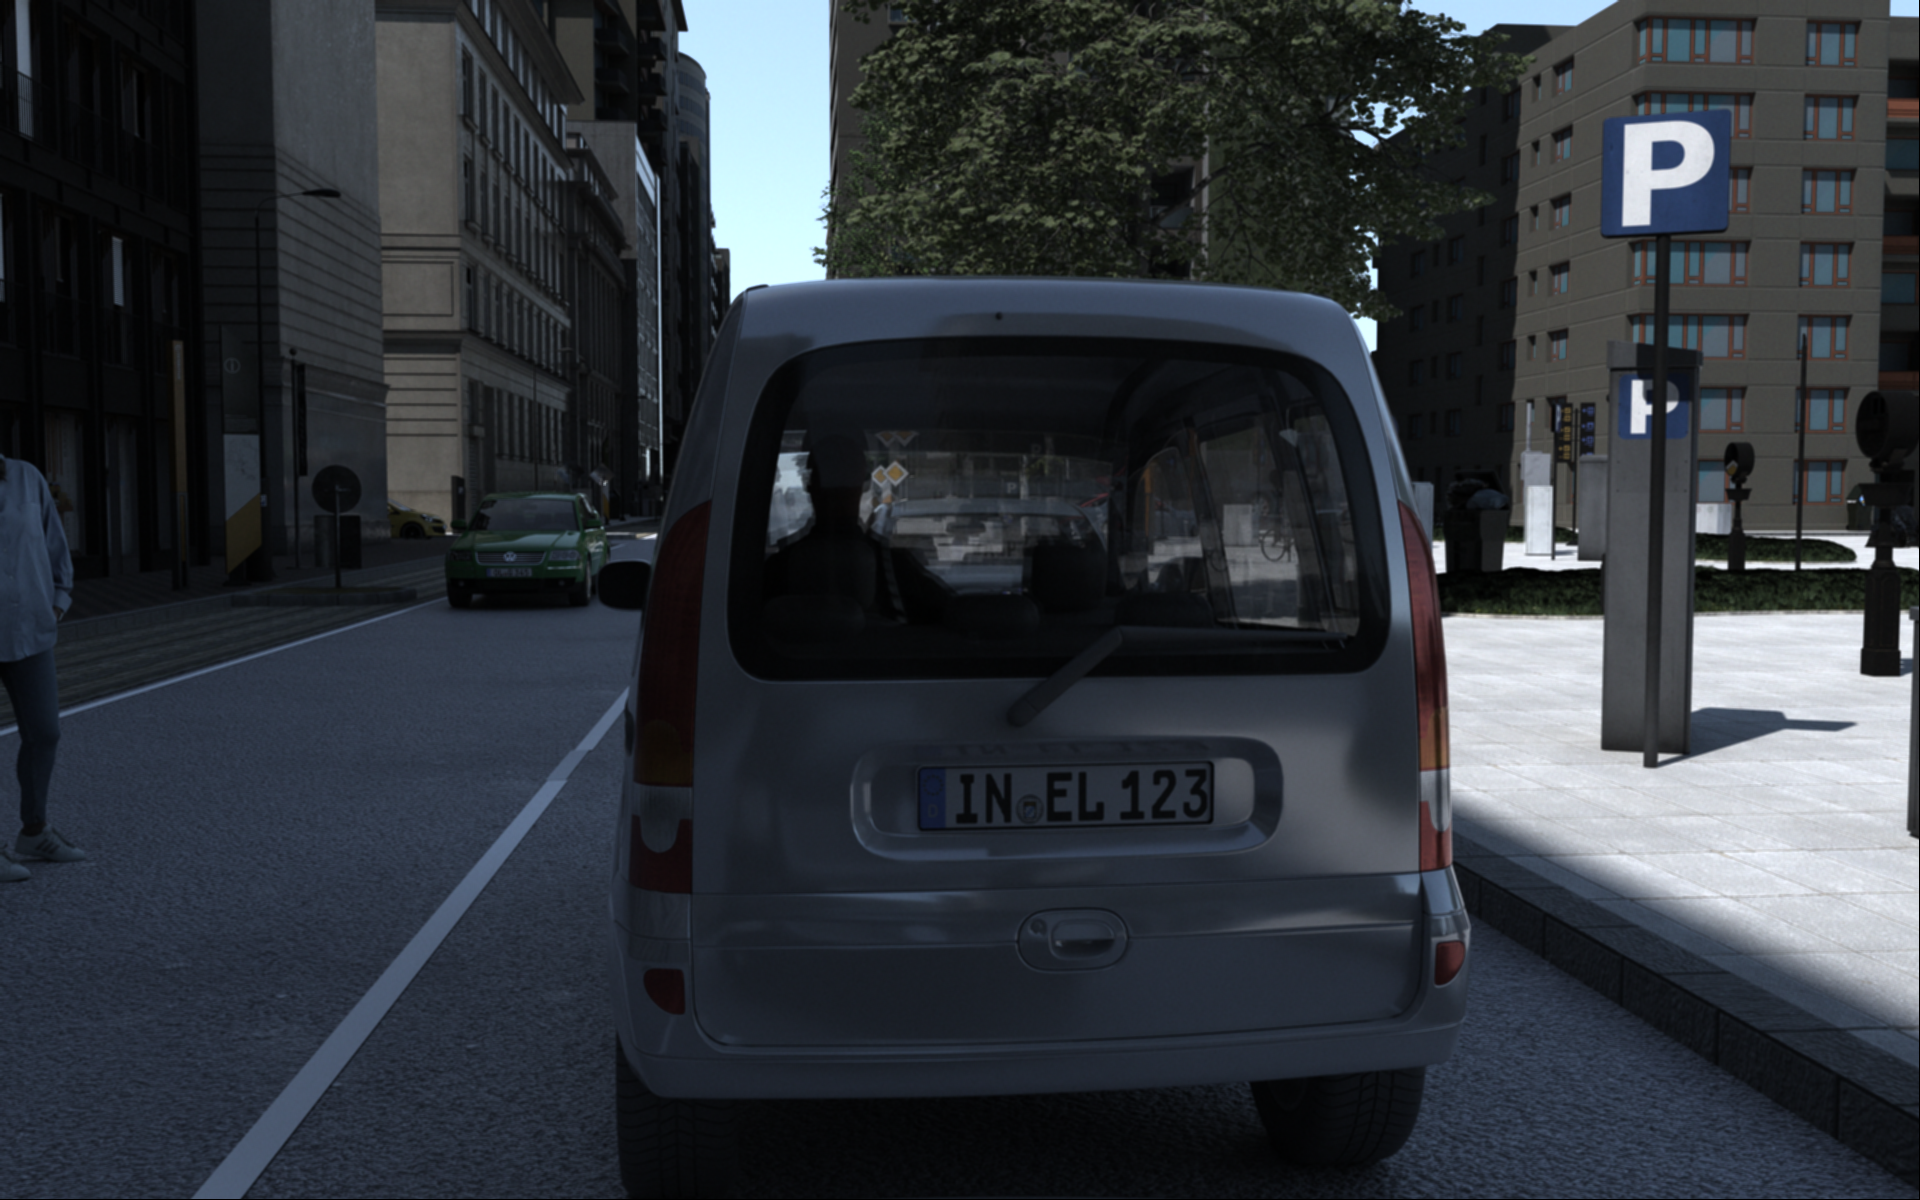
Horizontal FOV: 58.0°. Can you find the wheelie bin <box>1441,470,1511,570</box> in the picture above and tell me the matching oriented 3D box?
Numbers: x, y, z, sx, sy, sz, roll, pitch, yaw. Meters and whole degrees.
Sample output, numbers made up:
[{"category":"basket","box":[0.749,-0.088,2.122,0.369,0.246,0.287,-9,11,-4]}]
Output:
[{"category":"wheelie bin","box":[6.788,-0.910,22.794,0.693,1.594,0.980,-3,4,-36]}]

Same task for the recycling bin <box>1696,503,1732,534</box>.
[{"category":"recycling bin","box":[20.319,-2.094,46.793,0.722,1.027,0.722,-2,4,-34]}]

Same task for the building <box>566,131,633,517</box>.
[{"category":"building","box":[-26.150,-15.639,97.495,13.314,21.916,24.055,0,4,-6]}]

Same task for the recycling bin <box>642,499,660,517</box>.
[{"category":"recycling bin","box":[-17.360,-5.189,97.391,0.722,1.027,0.722,2,4,27]}]

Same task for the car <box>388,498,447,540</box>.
[{"category":"car","box":[-17.265,-2.509,51.241,3.980,1.641,2.015,0,4,-6]}]

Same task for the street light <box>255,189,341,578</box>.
[{"category":"street light","box":[-10.112,-3.297,26.447,1.470,5.913,1.316,0,4,-6]}]

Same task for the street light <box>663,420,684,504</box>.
[{"category":"street light","box":[-18.039,-8.332,108.761,1.470,5.913,1.316,0,4,-6]}]

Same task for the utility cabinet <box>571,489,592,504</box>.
[{"category":"utility cabinet","box":[-15.680,-3.857,71.737,0.318,1.500,1.173,1,4,19]}]

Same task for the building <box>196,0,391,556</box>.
[{"category":"building","box":[-23.348,-11.627,39.258,18.267,20.994,9.793,0,4,-6]}]

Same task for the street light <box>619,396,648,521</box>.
[{"category":"street light","box":[-15.477,-6.701,82.100,1.470,5.913,1.316,0,4,-6]}]

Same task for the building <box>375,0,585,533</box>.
[{"category":"building","box":[-25.095,-14.504,70.431,16.112,22.955,30.059,0,4,-6]}]

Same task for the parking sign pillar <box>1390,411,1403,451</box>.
[{"category":"parking sign pillar","box":[9.616,-3.168,40.263,1.447,3.967,1.447,-1,4,-19]}]

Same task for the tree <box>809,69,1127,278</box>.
[{"category":"tree","box":[0.197,-7.096,41.782,9.928,11.665,9.643,0,3,0]}]

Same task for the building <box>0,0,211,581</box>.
[{"category":"building","box":[-18.854,-11.765,22.033,12.332,23.373,15.834,0,4,-6]}]

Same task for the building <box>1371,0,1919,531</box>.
[{"category":"building","box":[36.260,-14.012,74.139,28.899,21.520,27.650,0,4,-6]}]

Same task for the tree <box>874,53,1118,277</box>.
[{"category":"tree","box":[0.851,-4.724,27.603,4.737,8.622,4.395,0,3,0]}]

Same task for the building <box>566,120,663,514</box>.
[{"category":"building","box":[-27.431,-18.437,119.468,12.078,24.808,19.932,0,4,-6]}]

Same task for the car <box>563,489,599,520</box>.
[{"category":"car","box":[-10.041,-2.103,43.185,1.959,1.807,4.718,0,4,-5]}]

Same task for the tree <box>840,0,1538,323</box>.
[{"category":"tree","box":[2.002,-6.100,17.858,7.486,12.596,7.792,0,3,0]}]

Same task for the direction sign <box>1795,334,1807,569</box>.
[{"category":"direction sign","box":[12.098,-2.013,24.913,0.379,3.537,0.876,2,4,27]}]

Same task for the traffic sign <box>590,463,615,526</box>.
[{"category":"traffic sign","box":[-11.484,-3.179,55.618,0.795,2.450,0.064,0,4,-6]}]

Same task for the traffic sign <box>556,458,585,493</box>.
[{"category":"traffic sign","box":[-10.711,-2.693,47.671,0.795,2.450,0.064,0,4,-6]}]

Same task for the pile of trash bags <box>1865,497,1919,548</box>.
[{"category":"pile of trash bags","box":[23.581,-1.975,42.037,3.447,1.369,1.912,-3,4,-38]}]

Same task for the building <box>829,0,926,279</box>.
[{"category":"building","box":[1.841,-30.408,120.867,21.300,48.544,21.600,0,4,-6]}]

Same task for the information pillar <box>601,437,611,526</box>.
[{"category":"information pillar","box":[-14.442,-4.844,70.560,0.183,3.616,0.504,1,4,14]}]

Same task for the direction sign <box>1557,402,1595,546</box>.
[{"category":"direction sign","box":[15.288,-3.122,43.043,0.876,3.537,0.379,2,4,26]}]

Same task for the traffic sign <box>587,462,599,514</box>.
[{"category":"traffic sign","box":[-14.865,-4.349,71.117,0.884,2.594,0.081,0,4,-3]}]

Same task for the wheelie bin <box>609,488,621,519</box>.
[{"category":"wheelie bin","box":[-17.568,-4.897,87.981,0.693,1.594,0.980,-1,4,-9]}]

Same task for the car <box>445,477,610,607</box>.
[{"category":"car","box":[-5.782,-0.897,23.460,1.959,1.807,4.718,0,4,-7]}]

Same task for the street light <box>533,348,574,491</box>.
[{"category":"street light","box":[-13.012,-5.063,55.323,1.470,5.913,1.316,0,4,-6]}]

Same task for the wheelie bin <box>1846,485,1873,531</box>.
[{"category":"wheelie bin","box":[31.045,-3.172,59.768,0.693,1.594,0.980,0,4,-6]}]

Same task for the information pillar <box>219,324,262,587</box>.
[{"category":"information pillar","box":[-10.034,-2.005,24.136,0.504,3.616,0.183,-3,4,-37]}]
